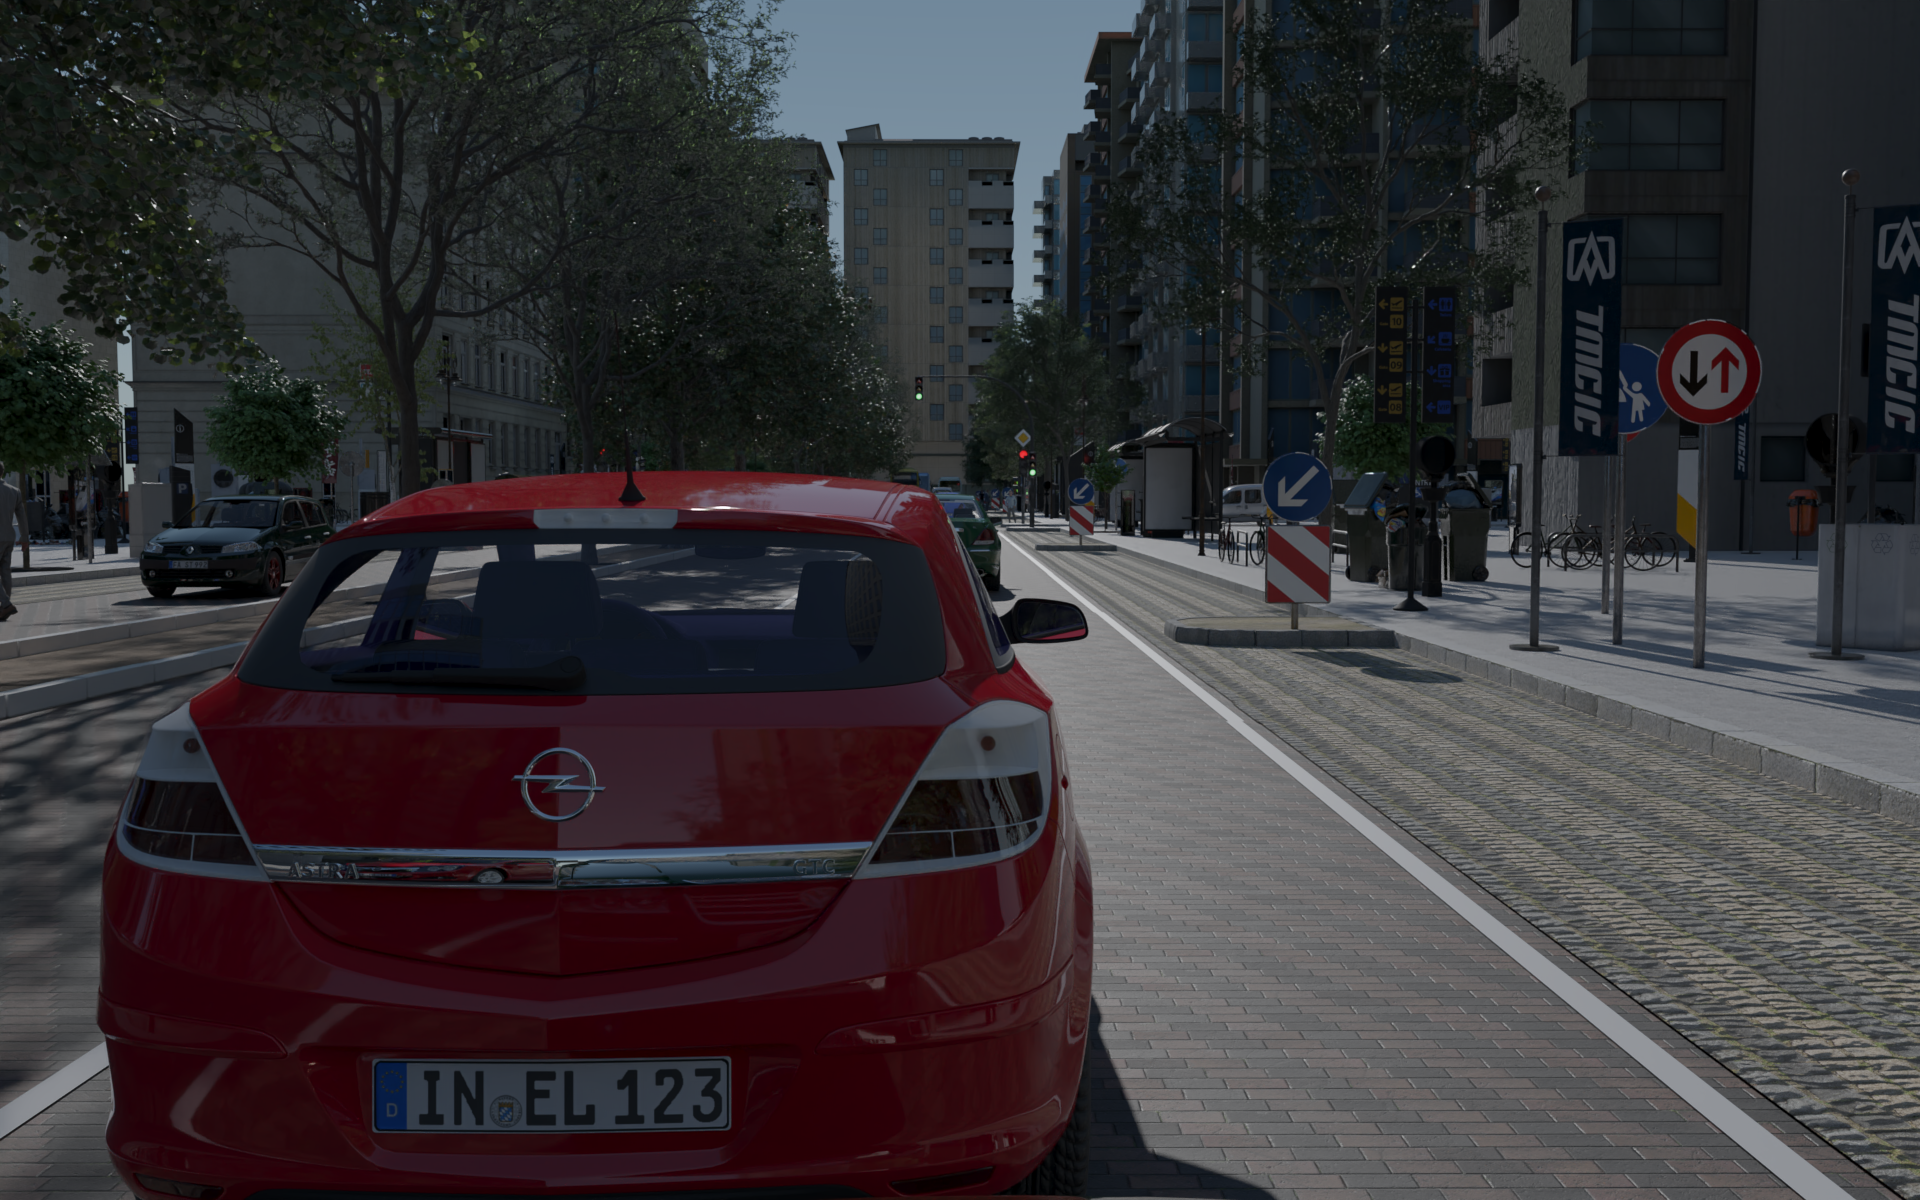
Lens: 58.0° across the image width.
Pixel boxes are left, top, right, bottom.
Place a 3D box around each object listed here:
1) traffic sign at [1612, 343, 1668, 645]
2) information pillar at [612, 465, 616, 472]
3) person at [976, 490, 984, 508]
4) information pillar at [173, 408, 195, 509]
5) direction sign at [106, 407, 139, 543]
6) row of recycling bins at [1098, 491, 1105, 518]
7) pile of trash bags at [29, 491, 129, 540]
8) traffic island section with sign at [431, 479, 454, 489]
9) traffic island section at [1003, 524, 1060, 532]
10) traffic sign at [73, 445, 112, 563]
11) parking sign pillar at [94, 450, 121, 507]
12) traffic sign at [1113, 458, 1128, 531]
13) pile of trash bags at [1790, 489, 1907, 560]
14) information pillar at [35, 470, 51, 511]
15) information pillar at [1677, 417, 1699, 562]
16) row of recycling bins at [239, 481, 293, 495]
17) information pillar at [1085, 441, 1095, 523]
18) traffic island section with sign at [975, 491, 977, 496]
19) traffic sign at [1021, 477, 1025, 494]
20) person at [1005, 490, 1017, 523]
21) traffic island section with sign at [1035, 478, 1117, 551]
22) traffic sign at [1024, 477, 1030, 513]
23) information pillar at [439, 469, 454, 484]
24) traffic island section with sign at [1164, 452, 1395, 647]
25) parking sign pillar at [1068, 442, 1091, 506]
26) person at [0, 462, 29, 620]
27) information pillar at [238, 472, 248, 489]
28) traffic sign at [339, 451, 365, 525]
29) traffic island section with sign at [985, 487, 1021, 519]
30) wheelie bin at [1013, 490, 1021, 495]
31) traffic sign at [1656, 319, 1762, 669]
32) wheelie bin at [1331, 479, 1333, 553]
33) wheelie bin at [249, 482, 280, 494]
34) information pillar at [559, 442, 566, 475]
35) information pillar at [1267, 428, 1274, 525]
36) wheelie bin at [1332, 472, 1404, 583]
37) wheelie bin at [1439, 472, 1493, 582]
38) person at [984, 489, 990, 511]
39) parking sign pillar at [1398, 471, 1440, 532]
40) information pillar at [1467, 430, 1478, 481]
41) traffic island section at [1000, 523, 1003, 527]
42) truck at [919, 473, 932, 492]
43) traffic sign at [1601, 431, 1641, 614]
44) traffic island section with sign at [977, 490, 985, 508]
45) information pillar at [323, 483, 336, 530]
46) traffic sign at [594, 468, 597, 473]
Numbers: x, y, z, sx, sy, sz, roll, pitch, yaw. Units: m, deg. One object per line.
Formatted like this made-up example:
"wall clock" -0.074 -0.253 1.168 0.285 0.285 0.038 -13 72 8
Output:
"traffic sign" 5.609 -0.893 14.701 0.768 2.556 0.104 1 4 9
"information pillar" -18.852 -6.289 94.179 0.183 3.616 0.504 1 4 23
"person" 2.193 -10.007 172.129 1.348 1.822 0.705 -1 4 -8
"information pillar" -21.117 -3.412 47.141 0.504 3.616 0.183 -3 4 -38
"direction sign" -21.818 -3.250 45.140 0.876 3.537 0.379 0 4 4
"row of recycling bins" 8.881 -5.291 93.617 3.534 1.692 1.069 -3 4 -38
"pile of trash bags" -24.969 -2.459 49.962 1.912 1.369 3.447 1 4 12
"traffic island section with sign" -13.301 -2.176 44.204 1.989 1.847 2.006 0 4 0
"traffic island section" 2.786 -2.717 66.709 2.009 0.180 2.903 0 4 0
"traffic sign" -16.135 -1.961 32.065 0.884 2.594 0.081 0 4 1
"parking sign pillar" -42.754 -6.008 86.707 1.447 3.967 1.447 2 4 28
"traffic sign" 5.480 -3.704 60.673 0.768 2.556 0.104 0 4 5
"pile of trash bags" 17.448 -1.414 32.879 1.912 1.369 3.447 -3 5 -41
"information pillar" -26.931 -2.837 50.882 0.304 2.012 0.304 0 4 -1
"information pillar" 13.753 -2.518 32.519 0.504 3.616 0.183 3 5 44
"row of recycling bins" -23.102 -3.085 57.545 1.069 1.692 3.534 -3 4 -39
"information pillar" 5.762 -5.245 77.105 0.504 3.616 0.183 2 4 27
"traffic island section with sign" 2.184 -10.294 176.935 1.989 1.847 2.006 0 4 0
"traffic sign" 4.611 -7.622 124.729 0.768 2.556 0.104 0 4 3
"person" 2.390 -4.345 81.348 0.589 1.601 0.330 1 4 14
"traffic island section with sign" 2.918 -2.166 44.044 1.989 1.847 2.006 0 4 0
"traffic sign" 4.727 -7.350 120.279 0.768 2.556 0.104 0 3 0
"information pillar" -15.168 -2.855 51.170 0.304 2.012 0.304 2 4 24
"traffic island section with sign" 3.066 -0.517 17.089 1.989 1.847 2.006 0 4 0
"parking sign pillar" 6.043 -6.050 87.397 1.447 3.967 1.447 -1 4 -10
"person" -11.071 -0.688 19.868 0.853 1.813 0.709 1 4 20
"information pillar" -31.244 -5.156 75.653 0.504 3.616 0.183 -2 4 -25
"traffic sign" -17.930 -3.117 51.069 0.768 2.556 0.104 0 4 2
"traffic island section with sign" 2.607 -5.545 99.292 1.989 1.847 2.006 0 4 0
"wheelie bin" 4.734 -8.523 147.265 0.980 1.594 0.693 1 4 15
"traffic sign" 5.448 -0.770 12.694 0.768 2.556 0.104 0 4 0
"wheelie bin" 8.263 -1.802 37.366 0.980 1.594 0.693 0 4 -6
"wheelie bin" -18.144 -2.287 45.292 0.980 1.594 0.693 -1 4 -22
"information pillar" -17.966 -5.322 78.371 0.183 3.616 0.504 1 4 10
"information pillar" 11.015 -4.288 61.469 0.183 3.616 0.504 2 4 27
"wheelie bin" 6.072 -1.071 25.426 0.693 1.594 0.980 -1 4 -19
"wheelie bin" 7.434 -1.078 25.534 0.693 1.594 0.980 0 4 1
"person" 2.095 -7.629 133.409 0.419 1.800 0.721 2 4 28
"parking sign pillar" 15.575 -4.304 58.846 1.447 3.967 1.447 2 4 27
"information pillar" 18.655 -4.390 63.133 0.183 3.616 0.504 -2 4 -24
"traffic island section" 2.742 -3.206 74.694 2.009 0.180 2.903 0 4 0
"truck" -5.202 -13.709 213.898 2.967 4.110 18.799 0 4 1
"traffic sign" 6.910 -1.123 18.474 0.768 2.556 0.104 0 4 6
"traffic island section with sign" 2.463 -7.225 126.762 1.989 1.847 2.006 0 4 0
"information pillar" -20.694 -3.201 56.828 0.304 2.012 0.304 0 4 3
"traffic sign" -16.360 -4.715 77.089 0.884 2.594 0.081 0 4 0
